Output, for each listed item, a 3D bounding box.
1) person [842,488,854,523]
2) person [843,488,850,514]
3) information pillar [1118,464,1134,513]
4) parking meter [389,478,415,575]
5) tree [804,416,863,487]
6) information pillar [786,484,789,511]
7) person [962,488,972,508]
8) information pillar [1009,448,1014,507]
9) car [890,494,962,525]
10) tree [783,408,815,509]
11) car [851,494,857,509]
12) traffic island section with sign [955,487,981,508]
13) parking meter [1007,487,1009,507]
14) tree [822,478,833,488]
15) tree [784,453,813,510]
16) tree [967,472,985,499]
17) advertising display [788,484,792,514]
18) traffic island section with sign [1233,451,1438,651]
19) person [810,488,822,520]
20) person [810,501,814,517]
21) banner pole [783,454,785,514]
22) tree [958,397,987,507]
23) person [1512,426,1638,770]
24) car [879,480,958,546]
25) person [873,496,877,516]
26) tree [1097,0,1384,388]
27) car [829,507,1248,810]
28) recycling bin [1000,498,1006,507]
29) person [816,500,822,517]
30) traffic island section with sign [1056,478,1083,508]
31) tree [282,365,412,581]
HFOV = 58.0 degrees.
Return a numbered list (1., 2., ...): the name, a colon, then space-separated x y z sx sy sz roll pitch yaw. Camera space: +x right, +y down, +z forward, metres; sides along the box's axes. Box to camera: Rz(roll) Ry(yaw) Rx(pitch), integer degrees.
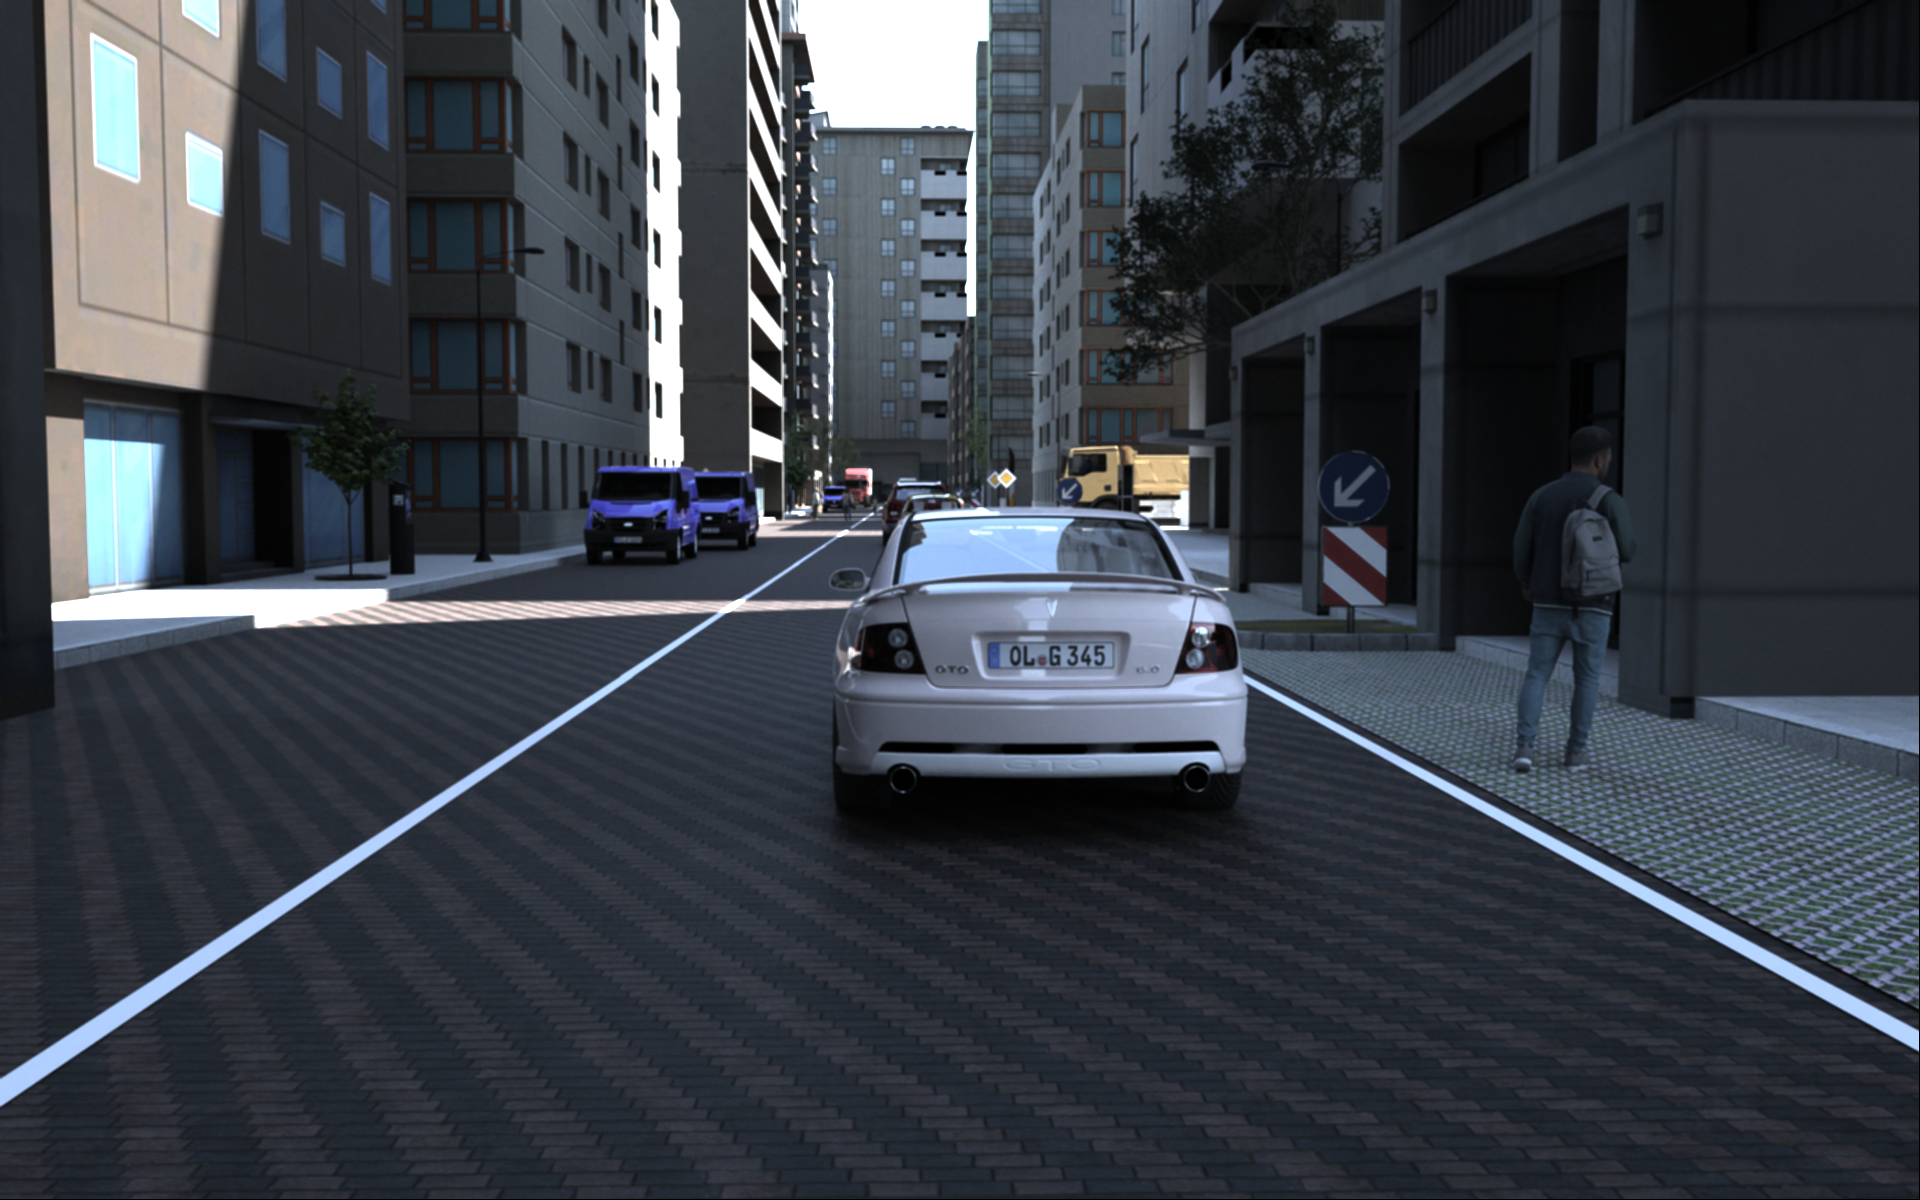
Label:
1. person: -5.536 -4.661 85.299 0.593 1.750 0.643 0 4 1
2. person: -8.208 -7.201 126.035 0.655 1.846 0.447 3 4 39
3. information pillar: 4.066 -2.328 42.557 0.304 2.012 0.304 -1 4 -15
4. parking meter: -8.940 -1.182 27.735 0.372 1.533 0.369 0 3 0
5. tree: -15.429 -16.410 202.716 8.767 10.594 7.601 0 4 3
6. information pillar: -12.849 -7.596 128.684 0.304 2.012 0.304 -3 5 -45
7. person: 0.397 -5.060 91.777 0.519 1.759 0.362 1 4 18
8. information pillar: 2.583 -5.846 86.929 0.183 3.616 0.504 -1 4 -21
9. car: -0.687 -1.957 42.227 2.015 1.641 3.980 0 4 -3
10. tree: -14.279 -11.961 145.927 4.737 8.622 4.395 0 3 0
11. car: -10.830 -9.478 165.186 2.015 1.641 3.980 0 4 -2
12. traffic island section with sign: 0.717 -5.533 99.094 1.989 1.847 2.006 0 4 -2
13. parking meter: 2.754 -5.612 97.470 0.255 1.863 0.399 2 4 26
14. tree: -15.630 -13.051 207.979 1.663 3.219 1.824 0 3 0
15. tree: -13.567 -9.537 139.639 4.285 4.588 4.351 0 3 0
16. tree: 1.658 -9.653 152.422 1.663 3.219 1.824 0 3 0
17. advertising display: -11.168 -6.633 113.656 0.123 1.923 0.974 0 4 1
18. traffic island section with sign: 3.471 -0.489 16.619 1.989 1.847 2.006 0 4 -2
19. person: -8.056 -5.380 96.941 0.515 1.767 0.782 -2 4 -29
20. person: -9.136 -5.799 108.336 0.505 1.210 0.382 -3 5 -42
21. banner pole: -11.071 -7.253 108.600 0.401 3.779 0.863 0 4 3
22. tree: 1.956 -11.163 132.883 4.737 8.622 4.395 0 3 0
23. person: 3.158 -0.005 8.927 0.623 1.781 0.721 2 4 24
24. car: -1.177 -2.491 49.398 2.281 1.827 5.304 0 4 -2
25. person: -5.607 -6.223 114.502 0.306 1.304 0.590 1 4 11
26. tree: 5.885 -5.954 31.762 7.601 10.594 8.767 3 5 44
27. car: 0.316 0.190 9.255 2.083 1.381 4.827 0 4 -1
28. recycling bin: 2.760 -5.889 108.844 0.722 1.027 0.722 0 4 -7
29. person: -9.017 -5.939 110.623 0.505 1.210 0.382 1 4 15
30. traffic island section with sign: 2.572 -2.136 43.559 1.989 1.847 2.006 0 4 -2
31. tree: -9.053 -1.923 26.040 1.663 3.219 1.824 0 3 0
